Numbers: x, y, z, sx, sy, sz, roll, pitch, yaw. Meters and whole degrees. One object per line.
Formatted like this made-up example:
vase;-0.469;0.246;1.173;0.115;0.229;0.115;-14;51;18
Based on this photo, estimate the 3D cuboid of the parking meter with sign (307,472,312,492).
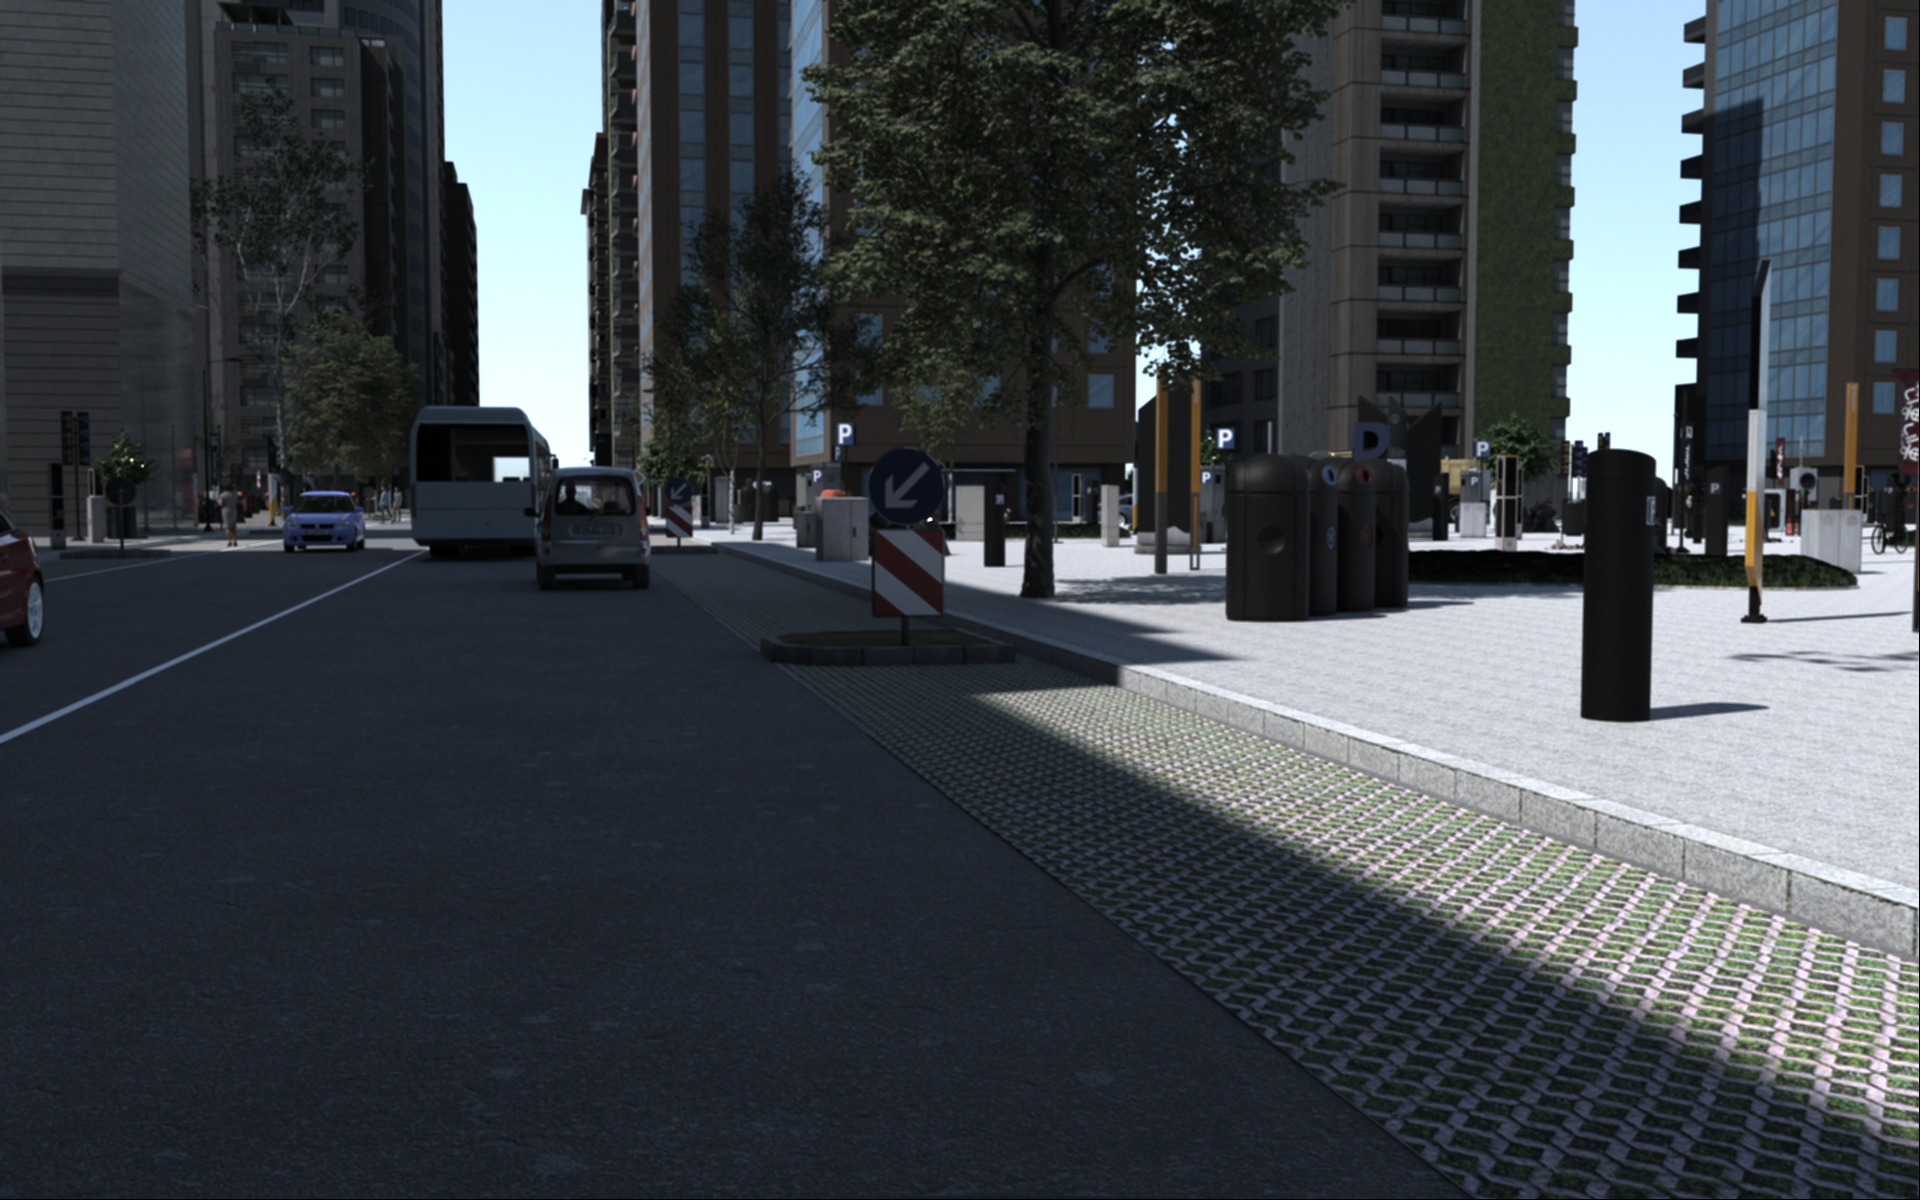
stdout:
parking meter with sign;-51.178;-8.546;135.995;0.543;3.016;1.738;0;4;-5

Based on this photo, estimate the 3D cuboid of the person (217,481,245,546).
person;-19.878;-2.347;47.230;0.532;1.782;0.716;3;5;43

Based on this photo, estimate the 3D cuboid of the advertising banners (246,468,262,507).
advertising banners;-48.016;-7.403;117.220;2.074;3.025;0.090;1;4;22

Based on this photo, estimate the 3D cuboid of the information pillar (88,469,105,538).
information pillar;-25.332;-2.835;50.839;0.304;2.012;0.304;3;4;38

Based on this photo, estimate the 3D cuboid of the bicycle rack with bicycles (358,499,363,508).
bicycle rack with bicycles;-46.635;-7.424;134.765;2.925;0.926;2.852;-2;4;-30

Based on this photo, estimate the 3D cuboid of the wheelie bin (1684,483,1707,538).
wheelie bin;21.475;-2.589;50.243;0.980;1.594;0.693;-3;5;-40

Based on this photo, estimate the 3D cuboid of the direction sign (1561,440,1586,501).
direction sign;25.881;-4.973;73.305;0.876;3.537;0.379;1;4;18

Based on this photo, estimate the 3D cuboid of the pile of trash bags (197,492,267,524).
pile of trash bags;-32.660;-4.111;76.962;1.912;1.369;3.447;0;4;4

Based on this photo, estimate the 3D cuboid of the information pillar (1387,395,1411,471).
information pillar;10.357;-3.044;41.125;0.504;3.616;0.183;-1;4;-20

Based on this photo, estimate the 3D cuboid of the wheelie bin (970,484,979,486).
wheelie bin;0.435;-2.853;54.555;0.693;1.594;0.980;-1;4;-22

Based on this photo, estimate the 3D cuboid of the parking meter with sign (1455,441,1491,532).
parking meter with sign;16.935;-3.742;57.446;0.543;3.016;1.738;0;4;-8

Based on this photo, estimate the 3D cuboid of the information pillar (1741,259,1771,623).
information pillar;7.908;-1.579;17.173;0.183;3.616;0.504;2;4;34

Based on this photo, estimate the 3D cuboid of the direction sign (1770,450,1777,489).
direction sign;41.663;-5.911;88.636;0.876;3.537;0.379;-3;4;-39

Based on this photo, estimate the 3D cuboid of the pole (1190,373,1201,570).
pole;3.956;-2.154;29.065;0.158;3.312;0.155;0;3;0

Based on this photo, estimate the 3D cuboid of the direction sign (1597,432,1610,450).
direction sign;23.671;-4.389;63.760;0.379;3.537;0.876;0;4;-7

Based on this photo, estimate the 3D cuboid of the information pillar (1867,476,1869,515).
information pillar;37.681;-4.146;72.283;0.304;2.012;0.304;0;4;7

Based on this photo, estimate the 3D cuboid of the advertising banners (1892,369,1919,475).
advertising banners;14.087;-1.721;24.323;2.074;3.025;0.090;0;4;1

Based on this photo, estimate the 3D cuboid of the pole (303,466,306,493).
pole;-46.663;-7.926;123.432;0.158;3.312;0.155;0;3;0

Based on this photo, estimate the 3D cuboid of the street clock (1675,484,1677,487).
street clock;47.564;-6.729;114.595;0.471;2.002;0.358;-1;4;-22

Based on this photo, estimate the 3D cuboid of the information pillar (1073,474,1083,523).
information pillar;4.348;-3.639;63.989;0.304;2.012;0.304;2;4;23

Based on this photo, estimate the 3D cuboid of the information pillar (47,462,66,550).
information pillar;-20.920;-2.179;40.117;0.304;2.012;0.304;-2;4;-34

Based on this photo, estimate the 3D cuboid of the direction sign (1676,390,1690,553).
direction sign;15.855;-2.812;37.974;0.379;3.537;0.876;2;4;27

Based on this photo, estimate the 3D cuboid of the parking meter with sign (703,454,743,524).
parking meter with sign;-10.176;-4.799;74.730;1.738;3.016;0.543;2;4;23

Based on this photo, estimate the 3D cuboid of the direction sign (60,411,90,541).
direction sign;-24.245;-3.397;47.530;0.379;3.537;0.876;1;4;22

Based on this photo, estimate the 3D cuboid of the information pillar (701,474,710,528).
information pillar;-9.539;-3.696;64.918;0.304;2.012;0.304;0;4;1

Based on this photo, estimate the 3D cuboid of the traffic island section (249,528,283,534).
traffic island section;-24.566;-2.491;63.013;2.009;0.180;2.903;-1;4;-13

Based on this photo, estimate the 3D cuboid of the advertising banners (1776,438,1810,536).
advertising banners;25.572;-3.490;53.250;0.090;3.025;2.074;0;4;-1

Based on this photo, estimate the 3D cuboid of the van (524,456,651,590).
van;-5.864;-1.249;27.430;2.013;2.044;4.112;-1;4;-14

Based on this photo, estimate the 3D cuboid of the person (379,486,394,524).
person;-27.461;-4.553;82.799;0.748;1.841;0.638;2;4;30

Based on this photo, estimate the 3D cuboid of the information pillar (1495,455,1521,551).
information pillar;10.418;-1.744;33.010;0.304;2.012;0.304;-1;4;-10

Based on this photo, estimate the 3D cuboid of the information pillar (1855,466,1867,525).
information pillar;23.252;-2.478;45.003;0.304;2.012;0.304;1;4;9

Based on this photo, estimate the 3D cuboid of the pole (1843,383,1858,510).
pole;16.352;-2.323;31.827;0.158;3.312;0.155;0;3;0

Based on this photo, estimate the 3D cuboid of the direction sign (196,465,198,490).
direction sign;-54.648;-8.076;124.044;0.379;3.537;0.876;-1;4;-21

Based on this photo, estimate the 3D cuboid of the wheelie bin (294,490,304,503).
wheelie bin;-48.562;-7.316;127.522;0.980;1.594;0.693;0;4;8

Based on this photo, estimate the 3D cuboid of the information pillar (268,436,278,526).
information pillar;-27.704;-4.798;69.797;0.183;3.616;0.504;1;4;8

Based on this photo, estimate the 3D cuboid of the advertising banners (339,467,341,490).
advertising banners;-41.021;-7.143;112.969;0.090;3.025;2.074;1;4;18

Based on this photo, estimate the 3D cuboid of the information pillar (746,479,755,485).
information pillar;-10.377;-4.981;85.936;0.304;2.012;0.304;3;5;44

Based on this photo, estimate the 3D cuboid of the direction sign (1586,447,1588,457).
direction sign;29.759;-5.582;83.265;0.876;3.537;0.379;-1;4;-15

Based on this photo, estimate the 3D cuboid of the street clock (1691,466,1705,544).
street clock;19.138;-2.466;44.893;0.358;2.002;0.471;2;4;29

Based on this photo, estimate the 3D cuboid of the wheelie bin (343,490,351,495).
wheelie bin;-50.346;-8.221;142.325;0.693;1.594;0.980;2;4;32

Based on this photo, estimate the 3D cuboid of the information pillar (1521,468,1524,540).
information pillar;15.513;-2.686;48.404;0.304;2.012;0.304;-1;4;-16

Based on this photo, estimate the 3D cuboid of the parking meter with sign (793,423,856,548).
parking meter with sign;-3.251;-2.779;41.699;0.543;3.016;1.738;2;4;34

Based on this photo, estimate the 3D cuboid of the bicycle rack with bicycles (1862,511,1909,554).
bicycle rack with bicycles;20.437;-1.422;36.633;2.852;0.926;2.925;3;5;45

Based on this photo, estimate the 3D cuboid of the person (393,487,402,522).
person;-29.399;-5.007;90.470;0.635;1.810;0.391;1;4;21

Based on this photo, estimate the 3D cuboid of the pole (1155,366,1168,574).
pole;3.220;-2.069;27.676;0.158;3.312;0.155;0;3;0

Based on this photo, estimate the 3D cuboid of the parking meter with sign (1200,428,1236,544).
parking meter with sign;6.550;-2.991;45.170;0.543;3.016;1.738;2;4;35

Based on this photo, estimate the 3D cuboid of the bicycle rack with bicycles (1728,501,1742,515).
bicycle rack with bicycles;39.777;-4.497;86.910;2.852;0.926;2.925;-1;4;-17

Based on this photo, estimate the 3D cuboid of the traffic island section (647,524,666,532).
traffic island section;-12.257;-2.667;65.889;2.009;0.180;2.903;-1;4;-13

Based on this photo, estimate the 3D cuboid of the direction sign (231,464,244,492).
direction sign;-54.821;-8.527;131.410;0.876;3.537;0.379;-1;4;-20

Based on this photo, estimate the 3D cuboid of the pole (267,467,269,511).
pole;-51.678;-8.301;129.569;0.158;3.312;0.155;0;3;0

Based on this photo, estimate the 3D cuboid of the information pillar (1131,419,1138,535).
information pillar;5.658;-3.864;54.537;0.504;3.616;0.183;-2;4;-27

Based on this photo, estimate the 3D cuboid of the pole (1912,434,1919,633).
pole;8.926;-1.350;15.918;0.158;3.312;0.155;0;3;0

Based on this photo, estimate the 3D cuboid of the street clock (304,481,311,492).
street clock;-36.151;-5.588;95.938;0.358;2.002;0.471;-3;5;-40

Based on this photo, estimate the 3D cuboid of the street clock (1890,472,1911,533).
street clock;30.417;-3.143;55.965;0.358;2.002;0.471;-1;4;-20
